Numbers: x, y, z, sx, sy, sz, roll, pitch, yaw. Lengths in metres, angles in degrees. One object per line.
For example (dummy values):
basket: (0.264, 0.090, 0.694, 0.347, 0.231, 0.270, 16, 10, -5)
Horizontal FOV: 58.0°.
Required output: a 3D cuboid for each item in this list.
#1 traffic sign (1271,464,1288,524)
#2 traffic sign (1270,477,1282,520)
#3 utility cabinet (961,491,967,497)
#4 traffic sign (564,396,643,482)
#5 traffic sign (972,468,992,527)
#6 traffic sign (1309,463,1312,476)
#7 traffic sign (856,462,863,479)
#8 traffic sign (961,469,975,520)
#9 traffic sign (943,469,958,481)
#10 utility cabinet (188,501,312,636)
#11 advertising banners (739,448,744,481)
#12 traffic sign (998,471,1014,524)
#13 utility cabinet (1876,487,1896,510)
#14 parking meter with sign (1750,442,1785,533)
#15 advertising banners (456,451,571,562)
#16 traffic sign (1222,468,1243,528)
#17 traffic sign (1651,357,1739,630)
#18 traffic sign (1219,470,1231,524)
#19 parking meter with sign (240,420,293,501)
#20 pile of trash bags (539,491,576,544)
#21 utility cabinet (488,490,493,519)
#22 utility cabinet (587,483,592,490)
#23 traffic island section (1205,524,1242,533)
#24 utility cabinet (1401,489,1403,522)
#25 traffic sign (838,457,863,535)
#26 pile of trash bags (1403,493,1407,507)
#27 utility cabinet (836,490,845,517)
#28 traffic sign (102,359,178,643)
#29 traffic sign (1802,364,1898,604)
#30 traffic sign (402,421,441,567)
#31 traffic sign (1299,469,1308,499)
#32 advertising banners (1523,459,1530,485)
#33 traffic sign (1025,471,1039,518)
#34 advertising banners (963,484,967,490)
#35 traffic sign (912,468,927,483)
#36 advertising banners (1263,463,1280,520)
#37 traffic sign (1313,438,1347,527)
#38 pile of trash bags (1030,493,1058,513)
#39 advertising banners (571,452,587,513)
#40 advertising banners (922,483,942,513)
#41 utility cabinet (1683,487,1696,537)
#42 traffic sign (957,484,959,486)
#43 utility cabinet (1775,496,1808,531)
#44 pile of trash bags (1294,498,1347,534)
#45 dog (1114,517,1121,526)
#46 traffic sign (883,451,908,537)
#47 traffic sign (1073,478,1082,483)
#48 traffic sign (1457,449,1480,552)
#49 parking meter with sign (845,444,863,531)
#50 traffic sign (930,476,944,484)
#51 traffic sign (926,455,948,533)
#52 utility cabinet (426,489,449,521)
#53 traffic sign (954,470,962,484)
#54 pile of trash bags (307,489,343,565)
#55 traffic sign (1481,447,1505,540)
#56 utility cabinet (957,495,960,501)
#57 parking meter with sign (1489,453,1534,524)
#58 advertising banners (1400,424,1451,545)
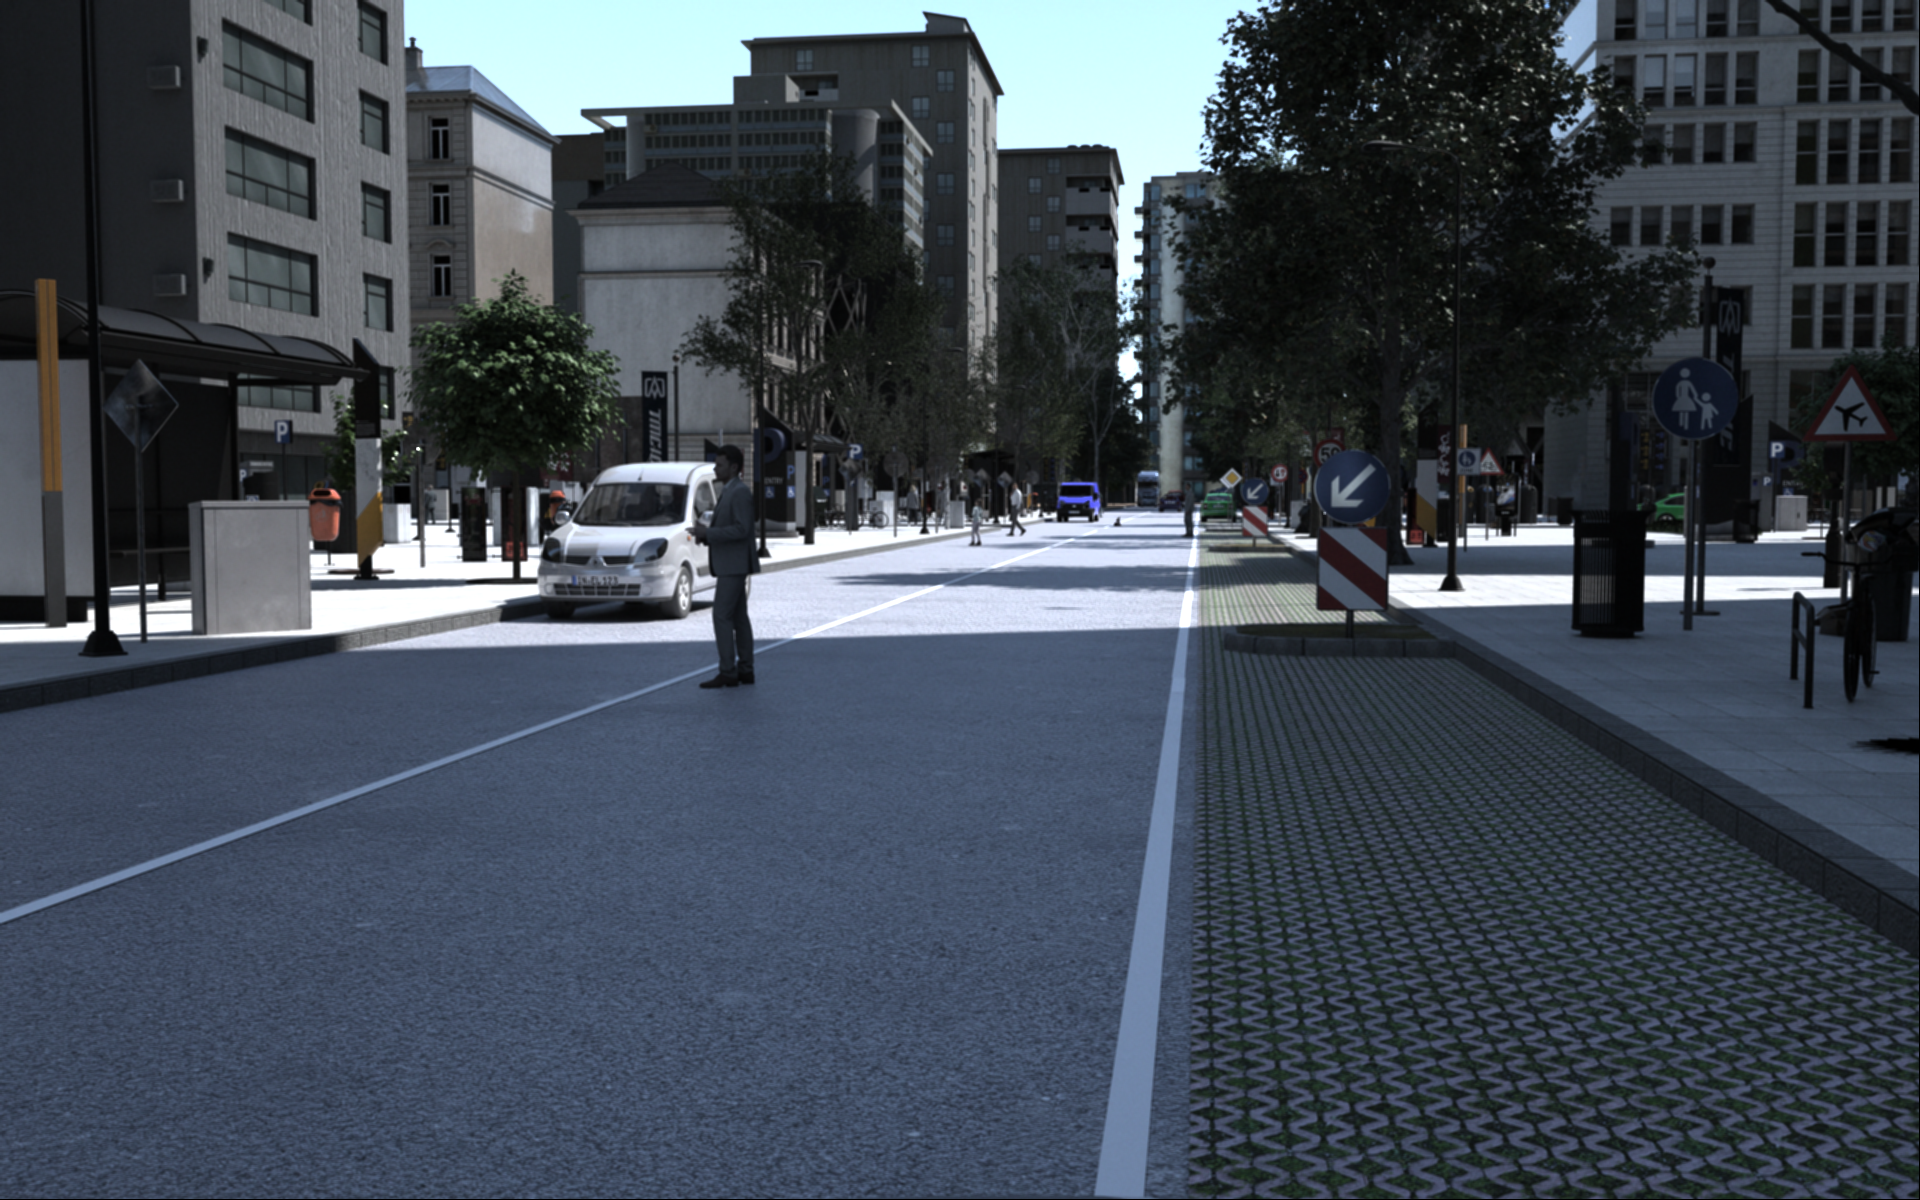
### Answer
traffic sign: (13.530, -4.471, 73.214, 0.768, 2.556, 0.104, 1, 4, 15)
traffic sign: (15.691, -5.127, 85.948, 0.606, 2.300, 0.079, 1, 4, 16)
utility cabinet: (0.651, -7.774, 135.783, 1.173, 1.500, 0.318, 1, 4, 9)
traffic sign: (-7.293, -2.589, 36.199, 2.265, 3.308, 0.079, 1, 4, 17)
traffic sign: (0.835, -3.865, 66.831, 0.795, 2.450, 0.064, 0, 4, 8)
traffic sign: (13.334, -3.927, 64.308, 0.768, 2.556, 0.104, 1, 4, 14)
traffic sign: (-4.119, -4.079, 66.805, 0.768, 2.556, 0.104, 1, 4, 16)
traffic sign: (0.398, -5.329, 87.228, 0.768, 2.556, 0.104, 1, 4, 14)
traffic sign: (-0.497, -5.453, 89.269, 0.768, 2.556, 0.104, 1, 4, 12)
utility cabinet: (-6.593, -0.302, 16.106, 0.306, 1.237, 1.020, 3, 5, 43)
advertising banners: (-8.888, -4.332, 67.017, 0.090, 3.025, 2.074, -3, 4, -38)
traffic sign: (1.933, -4.349, 74.740, 0.795, 2.450, 0.064, 0, 4, 8)
utility cabinet: (29.577, -2.810, 54.616, 1.173, 1.500, 0.318, 3, 4, 37)
parking meter with sign: (27.093, -3.806, 58.482, 0.543, 3.016, 1.738, 0, 4, -3)
advertising banners: (-8.514, -2.246, 32.905, 2.074, 3.025, 0.090, 0, 4, -3)
traffic sign: (10.287, -3.784, 65.504, 0.795, 2.450, 0.064, 0, 4, 8)
traffic sign: (6.871, -0.989, 16.272, 0.768, 2.556, 0.104, 1, 4, 10)
traffic sign: (11.384, -4.267, 73.414, 0.795, 2.450, 0.064, 0, 4, 8)
parking meter with sign: (-16.391, -2.690, 40.240, 0.543, 3.016, 1.738, 2, 4, 32)
pile of trash bags: (-10.873, -2.210, 45.878, 1.912, 1.369, 3.447, 0, 4, -6)
utility cabinet: (-22.935, -4.740, 86.174, 1.173, 1.500, 0.318, 2, 4, 33)
utility cabinet: (-6.826, -1.580, 34.516, 1.173, 1.500, 0.318, 1, 4, 17)
traffic island section: (10.311, -2.648, 65.578, 2.009, 0.180, 2.903, 0, 4, 8)
utility cabinet: (19.740, -4.249, 78.157, 0.318, 1.500, 1.173, 0, 4, 7)
traffic sign: (-3.418, -3.224, 53.894, 0.795, 2.450, 0.064, 1, 4, 11)
pile of trash bags: (29.774, -6.142, 110.166, 3.447, 1.369, 1.912, -1, 4, -14)
utility cabinet: (-6.852, -5.378, 96.613, 1.173, 1.500, 0.318, 3, 5, 45)
traffic sign: (-7.038, -0.837, 14.870, 0.795, 2.450, 0.064, 1, 4, 17)
traffic sign: (8.950, -1.069, 17.476, 0.884, 2.594, 0.081, 1, 4, 12)
traffic sign: (-9.413, -1.845, 30.268, 0.768, 2.556, 0.104, 1, 4, 13)
traffic sign: (17.228, -5.358, 87.707, 0.768, 2.556, 0.104, 1, 4, 10)
advertising banners: (27.807, -5.523, 86.491, 0.090, 3.025, 2.074, -1, 4, -16)
traffic sign: (3.910, -5.767, 94.393, 0.768, 2.556, 0.104, 1, 4, 9)
advertising banners: (0.658, -6.575, 103.683, 0.090, 3.025, 2.074, 2, 4, 30)
traffic sign: (-1.998, -5.185, 84.874, 0.768, 2.556, 0.104, 1, 4, 13)
advertising banners: (15.722, -5.573, 87.302, 0.090, 3.025, 2.074, -1, 4, -17)
traffic sign: (8.416, -2.405, 39.427, 0.768, 2.556, 0.104, 1, 4, 9)
pile of trash bags: (7.097, -7.528, 132.837, 3.447, 1.369, 1.912, 1, 4, 11)
advertising banners: (-7.446, -2.391, 35.284, 2.074, 3.025, 0.090, 1, 4, 23)
advertising banners: (-2.055, -7.056, 111.549, 2.074, 3.025, 0.090, -1, 4, -14)
utility cabinet: (21.722, -2.554, 50.442, 1.173, 1.500, 0.318, 1, 4, 22)
traffic sign: (-0.245, -5.784, 95.759, 0.795, 2.450, 0.064, 1, 4, 11)
utility cabinet: (28.575, -2.959, 59.545, 1.020, 1.237, 0.306, 0, 4, -7)
pile of trash bags: (12.115, -2.795, 55.446, 1.912, 1.369, 3.447, -1, 4, -13)
dog: (7.093, -3.488, 77.216, 0.550, 0.427, 0.748, 2, 4, 27)
traffic sign: (-1.920, -3.136, 51.373, 0.768, 2.556, 0.104, 1, 4, 15)
traffic sign: (9.407, -8.487, 138.875, 0.768, 2.556, 0.104, 1, 4, 10)
traffic sign: (11.249, -2.225, 38.503, 0.606, 2.300, 0.079, 1, 4, 10)
parking meter with sign: (-3.782, -3.944, 60.746, 0.543, 3.016, 1.738, -1, 4, -11)
traffic sign: (-1.200, -5.482, 89.736, 0.768, 2.556, 0.104, 1, 4, 16)
traffic sign: (-0.762, -3.449, 56.502, 0.768, 2.556, 0.104, 1, 4, 17)
utility cabinet: (-24.893, -4.524, 82.653, 1.173, 1.500, 0.318, 1, 4, 19)
traffic sign: (-0.219, -5.645, 92.402, 0.768, 2.556, 0.104, 1, 4, 10)
pile of trash bags: (-12.745, -1.288, 30.817, 3.447, 1.369, 1.912, 0, 4, -6)
traffic sign: (14.620, -2.935, 47.988, 0.884, 2.594, 0.081, 1, 4, 15)
utility cabinet: (-0.548, -7.771, 138.217, 1.020, 1.237, 0.306, 0, 4, 3)
parking meter with sign: (23.327, -4.711, 73.281, 1.738, 3.016, 0.543, 2, 4, 26)
advertising banners: (11.434, -2.893, 43.493, 2.074, 3.025, 0.090, 0, 4, -6)
